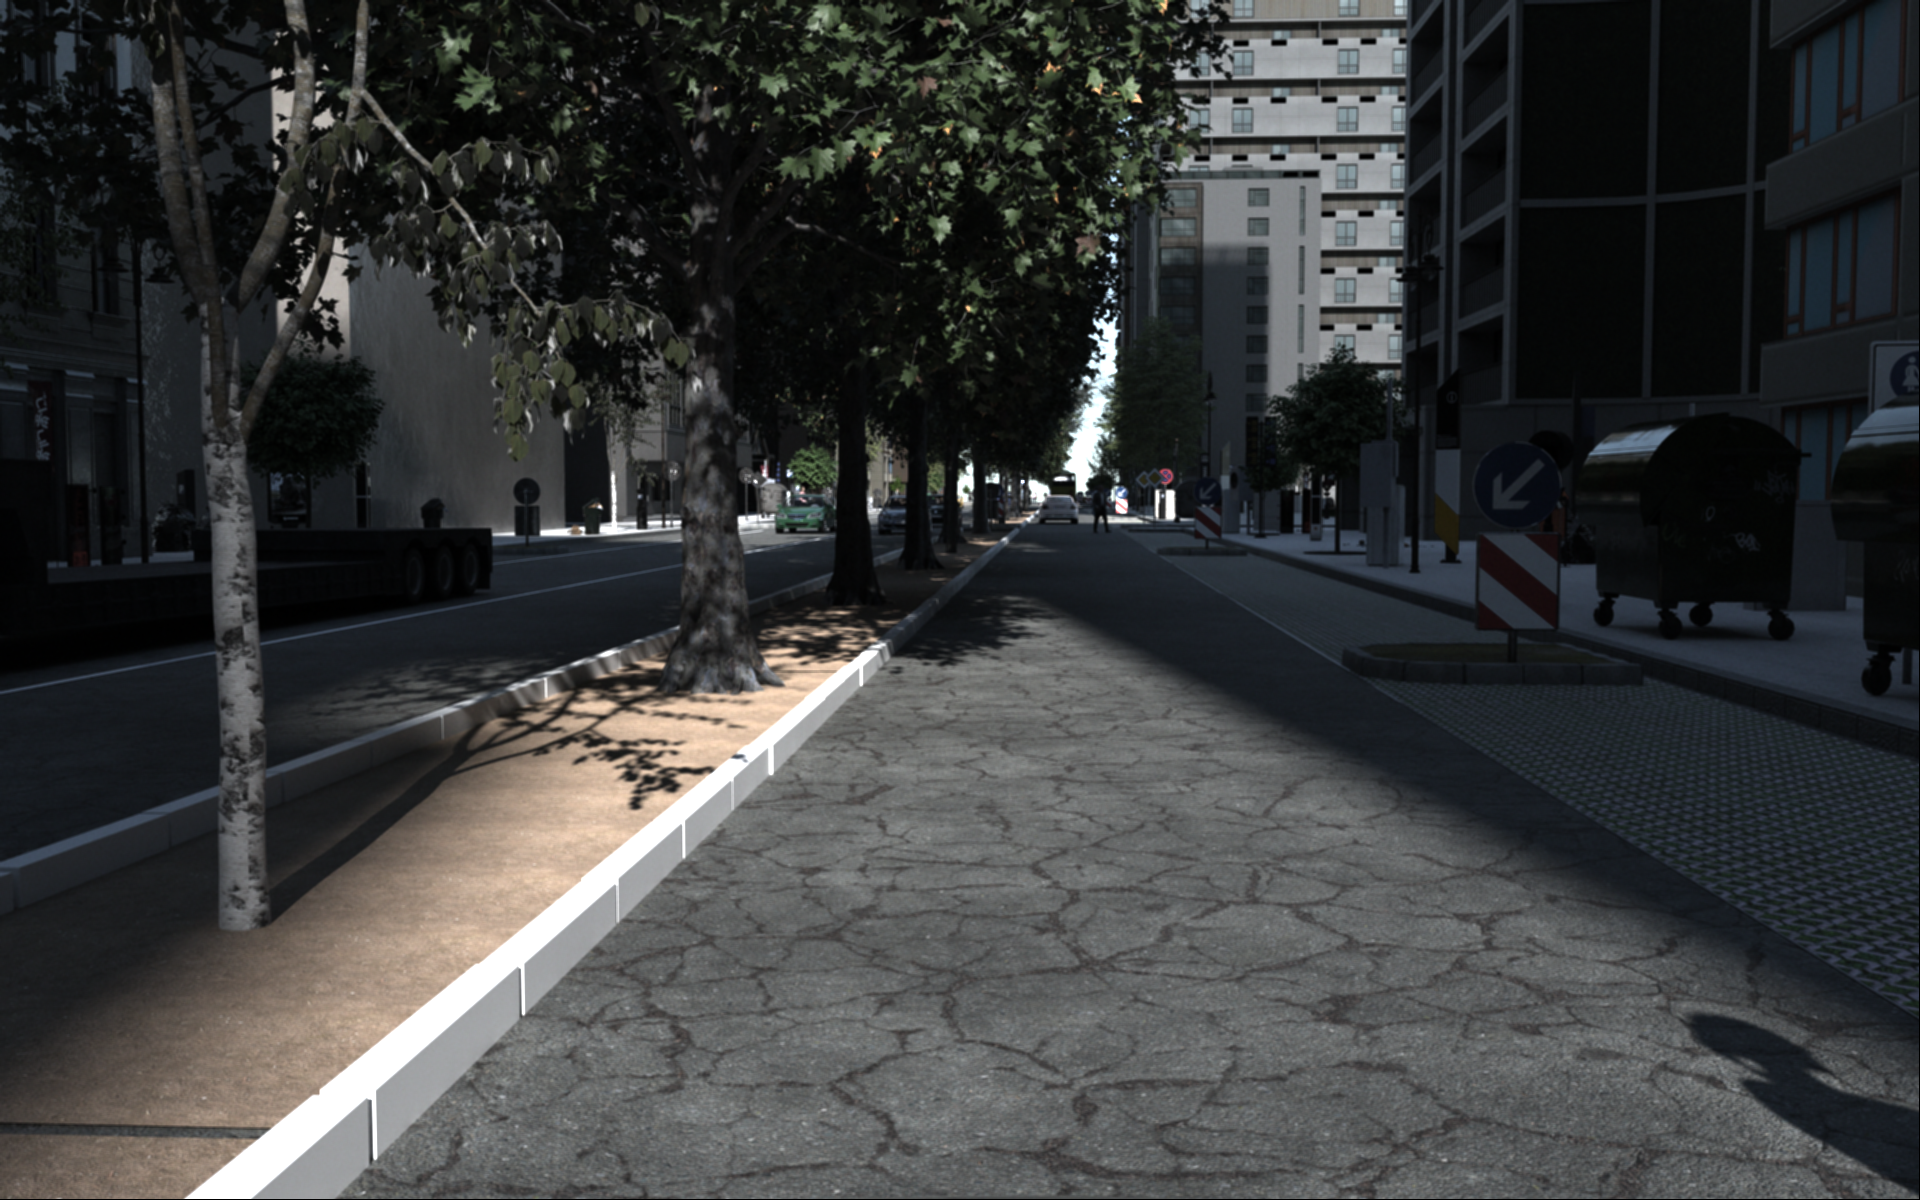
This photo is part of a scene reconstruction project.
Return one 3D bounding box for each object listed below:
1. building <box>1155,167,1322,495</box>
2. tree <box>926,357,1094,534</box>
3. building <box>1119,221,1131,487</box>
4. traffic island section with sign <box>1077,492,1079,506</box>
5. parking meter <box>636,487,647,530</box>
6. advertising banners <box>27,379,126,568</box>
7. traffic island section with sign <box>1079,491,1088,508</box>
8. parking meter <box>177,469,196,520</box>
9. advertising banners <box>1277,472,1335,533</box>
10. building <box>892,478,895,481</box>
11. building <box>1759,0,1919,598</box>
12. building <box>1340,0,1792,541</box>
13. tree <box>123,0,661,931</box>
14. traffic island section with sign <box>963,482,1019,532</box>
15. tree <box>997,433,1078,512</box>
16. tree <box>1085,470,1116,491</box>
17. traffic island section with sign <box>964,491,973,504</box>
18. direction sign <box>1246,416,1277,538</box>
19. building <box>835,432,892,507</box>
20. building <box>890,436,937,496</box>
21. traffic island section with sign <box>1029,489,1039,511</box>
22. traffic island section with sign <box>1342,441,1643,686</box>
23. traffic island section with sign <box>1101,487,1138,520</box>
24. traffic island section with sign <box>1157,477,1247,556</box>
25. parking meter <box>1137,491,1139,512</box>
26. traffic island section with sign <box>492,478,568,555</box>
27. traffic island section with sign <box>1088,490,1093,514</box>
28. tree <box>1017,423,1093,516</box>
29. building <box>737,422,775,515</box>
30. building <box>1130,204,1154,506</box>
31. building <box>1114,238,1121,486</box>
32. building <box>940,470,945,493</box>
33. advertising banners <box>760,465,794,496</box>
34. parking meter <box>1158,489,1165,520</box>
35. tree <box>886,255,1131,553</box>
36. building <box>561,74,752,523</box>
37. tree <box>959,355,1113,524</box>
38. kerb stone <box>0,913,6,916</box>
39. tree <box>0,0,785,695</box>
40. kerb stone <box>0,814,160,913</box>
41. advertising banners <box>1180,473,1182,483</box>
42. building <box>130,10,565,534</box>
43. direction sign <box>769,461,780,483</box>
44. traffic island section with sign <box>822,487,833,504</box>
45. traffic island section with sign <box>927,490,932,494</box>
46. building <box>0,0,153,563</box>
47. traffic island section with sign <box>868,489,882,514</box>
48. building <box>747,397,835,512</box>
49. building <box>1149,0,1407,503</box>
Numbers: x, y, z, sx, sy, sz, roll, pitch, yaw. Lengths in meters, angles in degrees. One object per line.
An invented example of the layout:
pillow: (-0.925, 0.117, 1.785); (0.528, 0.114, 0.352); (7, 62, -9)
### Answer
building: (24.756, -23.580, 157.236); (14.160, 30.474, 14.107); (0, 4, 3)
tree: (0.766, -9.327, 61.601); (9.857, 13.997, 8.962); (0, 3, 0)
building: (29.551, -36.181, 241.671); (14.600, 45.320, 14.200); (0, 4, 3)
traffic island section with sign: (14.646, -11.719, 200.238); (1.989, 1.847, 2.006); (0, 4, 3)
parking meter: (-11.469, -3.304, 62.439); (0.372, 1.533, 0.369); (0, 3, 0)
advertising banners: (-13.999, -1.914, 27.489); (0.090, 3.025, 2.074); (1, 4, 12)
traffic island section with sign: (13.138, -10.070, 173.279); (1.989, 1.847, 2.006); (0, 4, 3)
parking meter: (-18.409, -2.171, 41.215); (0.399, 1.863, 0.255); (2, 4, 32)
advertising banners: (11.374, -3.688, 56.487); (2.074, 3.025, 0.090); (0, 4, -8)
building: (-21.732, -36.907, 192.675); (28.713, 52.752, 27.495); (0, 4, 3)
building: (24.324, -10.021, 8.878); (27.650, 21.520, 28.899); (0, 4, 3)
building: (23.171, -37.377, 49.372); (20.563, 71.187, 20.611); (0, 4, 3)
tree: (-2.360, -3.205, 5.222); (4.360, 8.622, 3.978); (0, 3, 0)
traffic island section with sign: (1.138, -3.541, 66.026); (2.006, 1.907, 1.989); (0, 4, 3)
tree: (5.343, -13.140, 135.431); (7.486, 12.596, 7.792); (0, 3, 0)
tree: (20.885, -17.061, 262.656); (4.285, 4.588, 4.351); (0, 3, 0)
traffic island section with sign: (1.555, -15.124, 255.903); (1.989, 1.847, 2.006); (0, 4, 3)
direction sign: (8.796, -3.585, 50.619); (0.876, 3.537, 0.379); (0, 4, 7)
building: (-21.653, -19.565, 164.919); (27.650, 21.520, 28.899); (0, 4, 3)
building: (-10.518, -37.556, 264.146); (14.600, 45.320, 14.200); (0, 4, 3)
traffic island section with sign: (5.790, -8.581, 148.441); (2.006, 1.907, 1.989); (0, 4, 3)
traffic island section with sign: (4.147, -0.321, 13.875); (1.989, 1.847, 2.006); (0, 4, 3)
traffic island section with sign: (8.692, -5.261, 94.640); (1.989, 1.847, 2.006); (0, 4, 3)
traffic island section with sign: (5.659, -1.967, 40.788); (1.989, 1.847, 2.006); (0, 4, 3)
parking meter: (13.120, -7.252, 126.979); (0.372, 1.533, 0.369); (0, 3, 0)
traffic island section with sign: (-10.541, -2.021, 41.673); (1.989, 1.847, 2.006); (0, 4, 3)
traffic island section with sign: (10.269, -6.966, 122.522); (1.989, 1.847, 2.006); (0, 4, 3)
tree: (3.688, -11.402, 114.634); (9.928, 11.665, 9.643); (0, 3, 0)
building: (-20.440, -14.806, 109.534); (16.820, 18.784, 16.811); (0, 4, 3)
building: (30.758, -40.547, 204.941); (21.231, 58.520, 28.212); (0, 4, 3)
building: (37.213, -38.964, 291.688); (22.147, 44.769, 28.867); (0, 4, 3)
building: (-15.460, -27.045, 287.230); (27.650, 21.520, 28.899); (0, 4, 3)
advertising banners: (-11.046, -6.637, 104.699); (2.074, 3.025, 0.090); (0, 4, 5)
parking meter: (10.207, -4.830, 87.384); (0.372, 1.533, 0.369); (0, 3, 0)
tree: (-0.257, -6.382, 41.223); (8.767, 10.594, 7.601); (0, 4, 3)
building: (-19.715, -18.061, 88.810); (14.314, 27.812, 24.014); (0, 4, 3)
tree: (2.500, -11.073, 93.870); (12.009, 13.543, 11.850); (0, 3, 0)
kerb stone: (-3.322, 1.035, 5.420); (0.120, 0.150, 1.000); (0, 4, 3)
tree: (-1.820, -5.678, 12.304); (9.611, 12.733, 9.660); (0, 3, 0)
kerb stone: (-3.260, 0.963, 6.451); (0.120, 0.150, 1.000); (0, 4, 3)
advertising banners: (15.963, -7.802, 123.749); (0.090, 3.025, 2.074); (2, 4, 24)
building: (-32.064, -15.285, 54.418); (34.151, 26.468, 19.350); (0, 4, 3)
direction sign: (-12.825, -7.791, 119.378); (0.876, 3.537, 0.379); (0, 4, 8)
traffic island section with sign: (-7.421, -5.402, 96.944); (1.989, 1.847, 2.006); (0, 4, 3)
traffic island section with sign: (-3.116, -10.069, 173.262); (1.989, 1.847, 2.006); (0, 4, 3)
building: (-21.858, -10.849, 26.529); (9.793, 20.994, 18.267); (0, 4, 3)
traffic island section with sign: (-5.886, -7.064, 124.124); (1.989, 1.847, 2.006); (0, 4, 3)
building: (-16.609, -18.435, 131.088); (12.332, 23.373, 15.834); (0, 4, 3)
building: (33.466, -35.940, 176.861); (28.713, 52.752, 27.495); (0, 4, 3)
